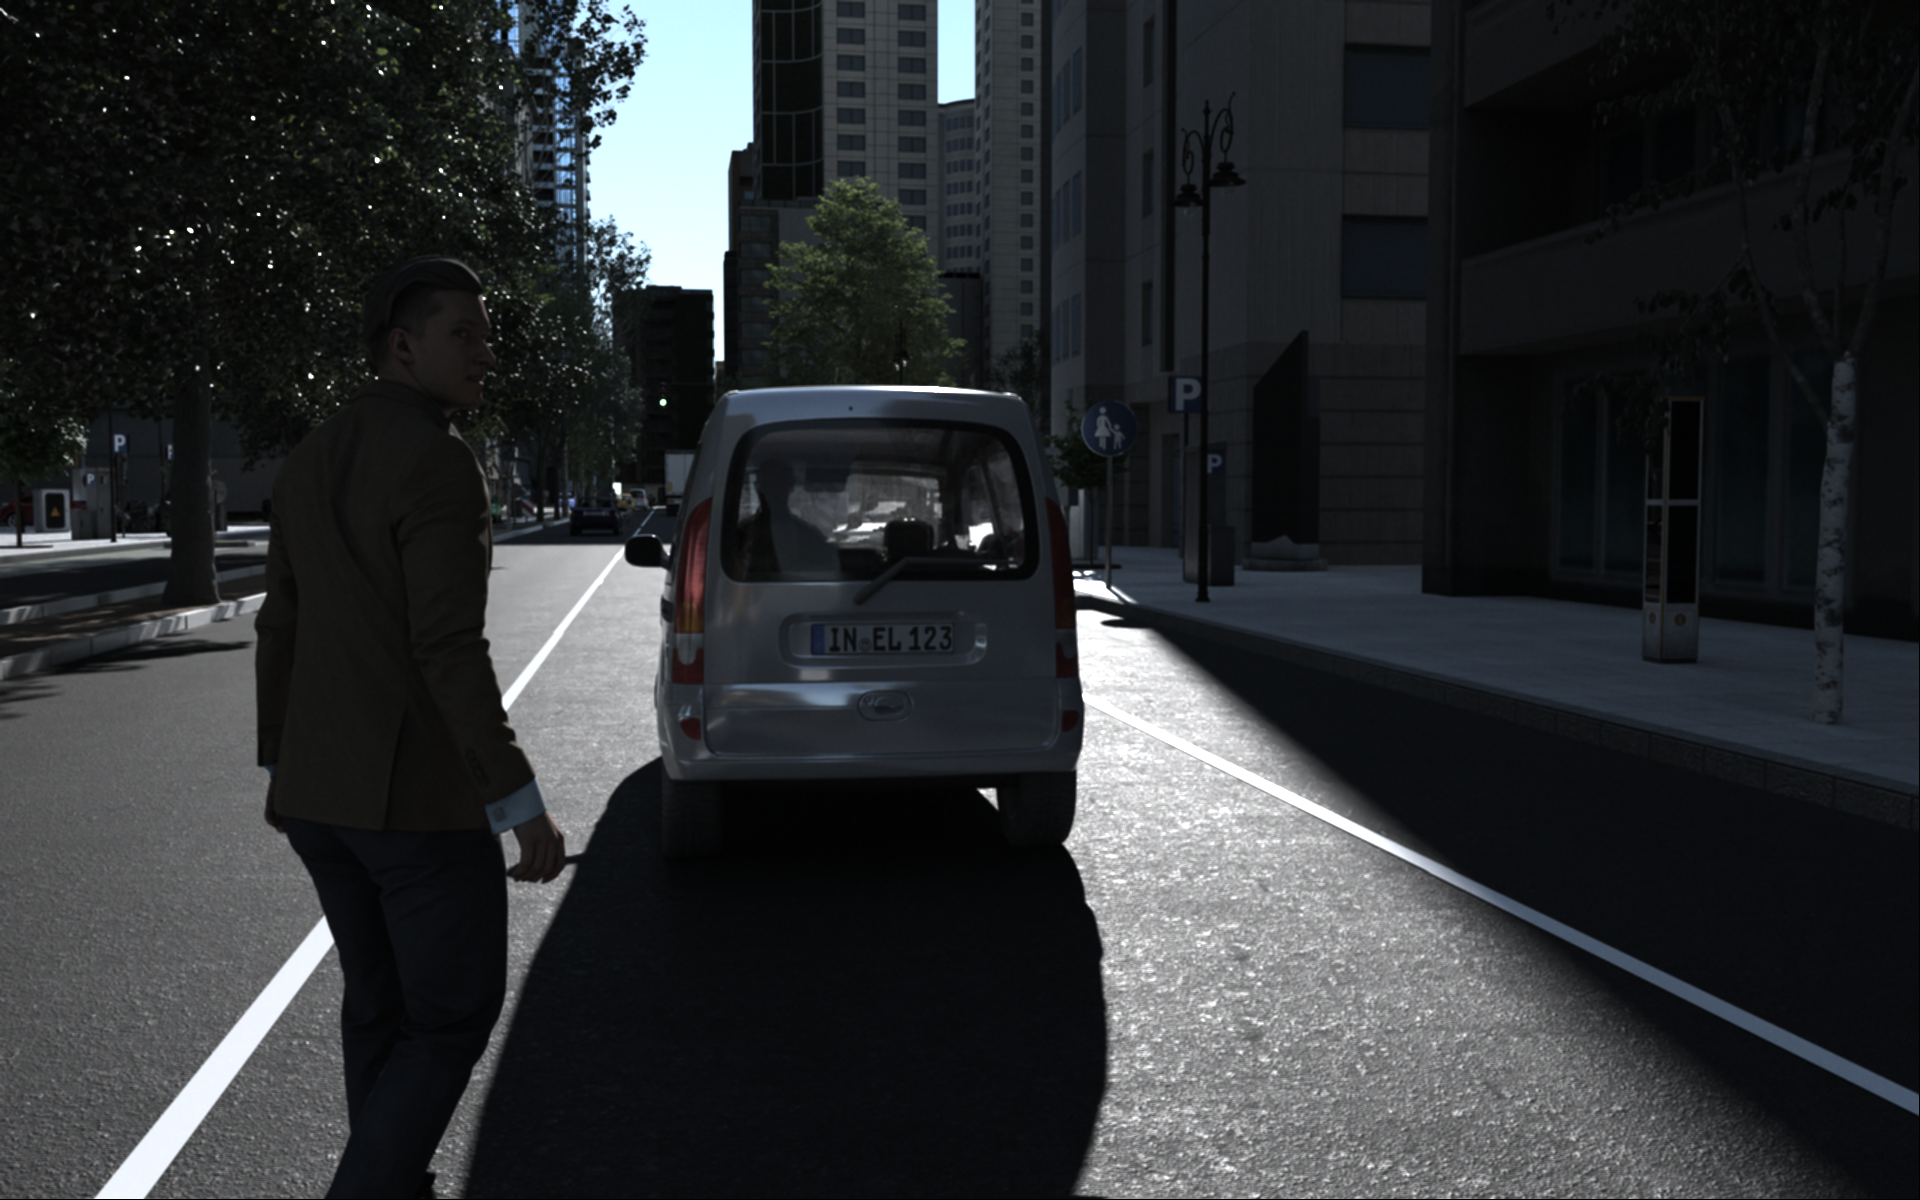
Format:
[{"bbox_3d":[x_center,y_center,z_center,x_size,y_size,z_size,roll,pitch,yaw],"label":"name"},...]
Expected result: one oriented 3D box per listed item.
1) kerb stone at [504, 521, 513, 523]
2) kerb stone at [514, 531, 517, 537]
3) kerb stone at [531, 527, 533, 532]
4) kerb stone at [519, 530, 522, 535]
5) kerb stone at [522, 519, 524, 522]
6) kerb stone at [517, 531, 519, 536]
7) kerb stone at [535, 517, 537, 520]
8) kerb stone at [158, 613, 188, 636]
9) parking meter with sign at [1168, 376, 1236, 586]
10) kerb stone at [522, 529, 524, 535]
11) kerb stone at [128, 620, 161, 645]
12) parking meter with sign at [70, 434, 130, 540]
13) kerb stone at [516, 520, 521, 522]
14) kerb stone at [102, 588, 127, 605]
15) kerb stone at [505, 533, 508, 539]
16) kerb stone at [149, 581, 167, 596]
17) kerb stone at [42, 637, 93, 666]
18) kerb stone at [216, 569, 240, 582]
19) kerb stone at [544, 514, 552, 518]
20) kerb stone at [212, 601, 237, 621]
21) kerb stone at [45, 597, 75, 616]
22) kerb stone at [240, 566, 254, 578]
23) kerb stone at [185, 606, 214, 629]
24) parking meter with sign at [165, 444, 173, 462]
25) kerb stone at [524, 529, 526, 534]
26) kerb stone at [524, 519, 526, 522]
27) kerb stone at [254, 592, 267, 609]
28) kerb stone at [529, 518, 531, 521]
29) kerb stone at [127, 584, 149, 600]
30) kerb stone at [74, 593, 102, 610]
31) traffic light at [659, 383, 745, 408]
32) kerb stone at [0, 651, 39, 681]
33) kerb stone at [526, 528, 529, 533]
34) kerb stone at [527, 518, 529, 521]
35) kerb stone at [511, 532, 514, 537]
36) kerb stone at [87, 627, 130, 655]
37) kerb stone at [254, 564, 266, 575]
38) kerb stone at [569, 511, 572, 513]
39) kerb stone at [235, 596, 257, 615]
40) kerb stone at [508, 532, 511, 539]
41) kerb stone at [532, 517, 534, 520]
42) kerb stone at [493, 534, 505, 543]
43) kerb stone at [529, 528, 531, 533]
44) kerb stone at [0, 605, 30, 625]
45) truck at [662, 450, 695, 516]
[{"bbox_3d":[-20.788,-3.518,79.713,0.120,0.150,1.000,-1,4,-10],"label":"kerb stone"},{"bbox_3d":[-14.873,-2.150,57.340,0.120,0.150,1.000,-1,4,-10],"label":"kerb stone"},{"bbox_3d":[-16.069,-2.582,64.415,0.120,0.150,1.000,-1,4,-10],"label":"kerb stone"},{"bbox_3d":[-15.202,-2.273,59.357,0.120,0.150,1.000,-1,4,-10],"label":"kerb stone"},{"bbox_3d":[-21.821,-3.889,85.784,0.120,0.150,1.000,-1,4,-10],"label":"kerb stone"},{"bbox_3d":[-15.045,-2.211,58.348,0.120,0.150,1.000,-1,4,-10],"label":"kerb stone"},{"bbox_3d":[-23.189,-4.383,93.875,0.120,0.150,1.000,-1,4,-10],"label":"kerb stone"},{"bbox_3d":[-8.187,0.270,17.865,0.120,0.150,1.000,-1,4,-10],"label":"kerb stone"},{"bbox_3d":[3.509,-1.748,24.838,0.543,3.016,1.738,-1,4,-11],"label":"parking meter with sign"},{"bbox_3d":[-15.391,-2.335,60.369,0.120,0.150,1.000,-1,4,-10],"label":"kerb stone"},{"bbox_3d":[-8.013,0.326,16.857,0.120,0.150,1.000,-1,4,-10],"label":"kerb stone"},{"bbox_3d":[-24.489,-3.243,49.285,0.543,3.016,1.738,1,4,19],"label":"parking meter with sign"},{"bbox_3d":[-21.480,-3.765,83.759,0.120,0.150,1.000,-1,4,-10],"label":"kerb stone"},{"bbox_3d":[-11.110,-0.023,22.582,0.120,0.150,1.000,-1,4,-10],"label":"kerb stone"},{"bbox_3d":[-14.360,-1.963,54.297,0.120,0.150,1.000,-1,4,-10],"label":"kerb stone"},{"bbox_3d":[-11.462,-0.147,24.604,0.120,0.150,1.000,-1,4,-10],"label":"kerb stone"},{"bbox_3d":[-7.671,0.451,14.826,0.120,0.150,1.000,-1,4,-10],"label":"kerb stone"},{"bbox_3d":[-12.142,-0.395,28.657,0.120,0.150,1.000,-1,4,-10],"label":"kerb stone"},{"bbox_3d":[-25.254,-5.126,106.013,0.120,0.150,1.000,-1,4,-10],"label":"kerb stone"},{"bbox_3d":[-8.519,0.142,19.881,0.120,0.150,1.000,-1,4,-10],"label":"kerb stone"},{"bbox_3d":[-10.770,0.104,20.567,0.120,0.150,1.000,-1,4,-10],"label":"kerb stone"},{"bbox_3d":[-12.316,-0.457,29.674,0.120,0.150,1.000,-1,4,-10],"label":"kerb stone"},{"bbox_3d":[-8.349,0.203,18.874,0.120,0.150,1.000,-1,4,-10],"label":"kerb stone"},{"bbox_3d":[-26.881,-3.949,60.830,1.738,3.016,0.543,0,4,-6],"label":"parking meter with sign"},{"bbox_3d":[-15.563,-2.392,61.388,0.120,0.150,1.000,-1,4,-10],"label":"kerb stone"},{"bbox_3d":[-21.989,-3.951,86.793,0.120,0.150,1.000,-1,4,-10],"label":"kerb stone"},{"bbox_3d":[-8.869,0.018,21.907,0.120,0.150,1.000,-1,4,-10],"label":"kerb stone"},{"bbox_3d":[-22.504,-4.137,89.835,0.120,0.150,1.000,-1,4,-10],"label":"kerb stone"},{"bbox_3d":[-11.290,-0.083,23.595,0.120,0.150,1.000,-1,4,-10],"label":"kerb stone"},{"bbox_3d":[-10.947,0.038,21.573,0.120,0.150,1.000,-1,4,-10],"label":"kerb stone"},{"bbox_3d":[-9.914,-5.897,71.089,4.771,5.953,1.251,-1,4,-10],"label":"traffic light"},{"bbox_3d":[-7.498,0.521,13.817,0.120,0.150,1.000,-1,4,-10],"label":"kerb stone"},{"bbox_3d":[-15.729,-2.458,62.399,0.120,0.150,1.000,-1,4,-10],"label":"kerb stone"},{"bbox_3d":[-22.330,-4.075,88.823,0.120,0.150,1.000,-1,4,-10],"label":"kerb stone"},{"bbox_3d":[-14.699,-2.082,56.320,0.120,0.150,1.000,-1,4,-10],"label":"kerb stone"},{"bbox_3d":[-7.840,0.388,15.849,0.120,0.150,1.000,-1,4,-10],"label":"kerb stone"},{"bbox_3d":[-12.491,-0.519,30.689,0.120,0.150,1.000,-1,4,-10],"label":"kerb stone"},{"bbox_3d":[-30.047,-6.858,134.318,0.120,0.150,1.000,-1,4,-10],"label":"kerb stone"},{"bbox_3d":[-8.696,0.082,20.897,0.120,0.150,1.000,-1,4,-10],"label":"kerb stone"},{"bbox_3d":[-14.527,-2.025,55.311,0.120,0.150,1.000,-1,4,-10],"label":"kerb stone"},{"bbox_3d":[-22.847,-4.259,91.854,0.120,0.150,1.000,-1,4,-10],"label":"kerb stone"},{"bbox_3d":[-14.181,-1.898,53.289,0.120,0.150,1.000,-1,4,-10],"label":"kerb stone"},{"bbox_3d":[-15.901,-2.521,63.407,0.120,0.150,1.000,-1,4,-10],"label":"kerb stone"},{"bbox_3d":[-10.606,0.162,19.556,0.120,0.150,1.000,-1,4,-10],"label":"kerb stone"},{"bbox_3d":[-18.635,-7.825,116.851,2.839,4.237,11.283,-1,4,-10],"label":"truck"}]
